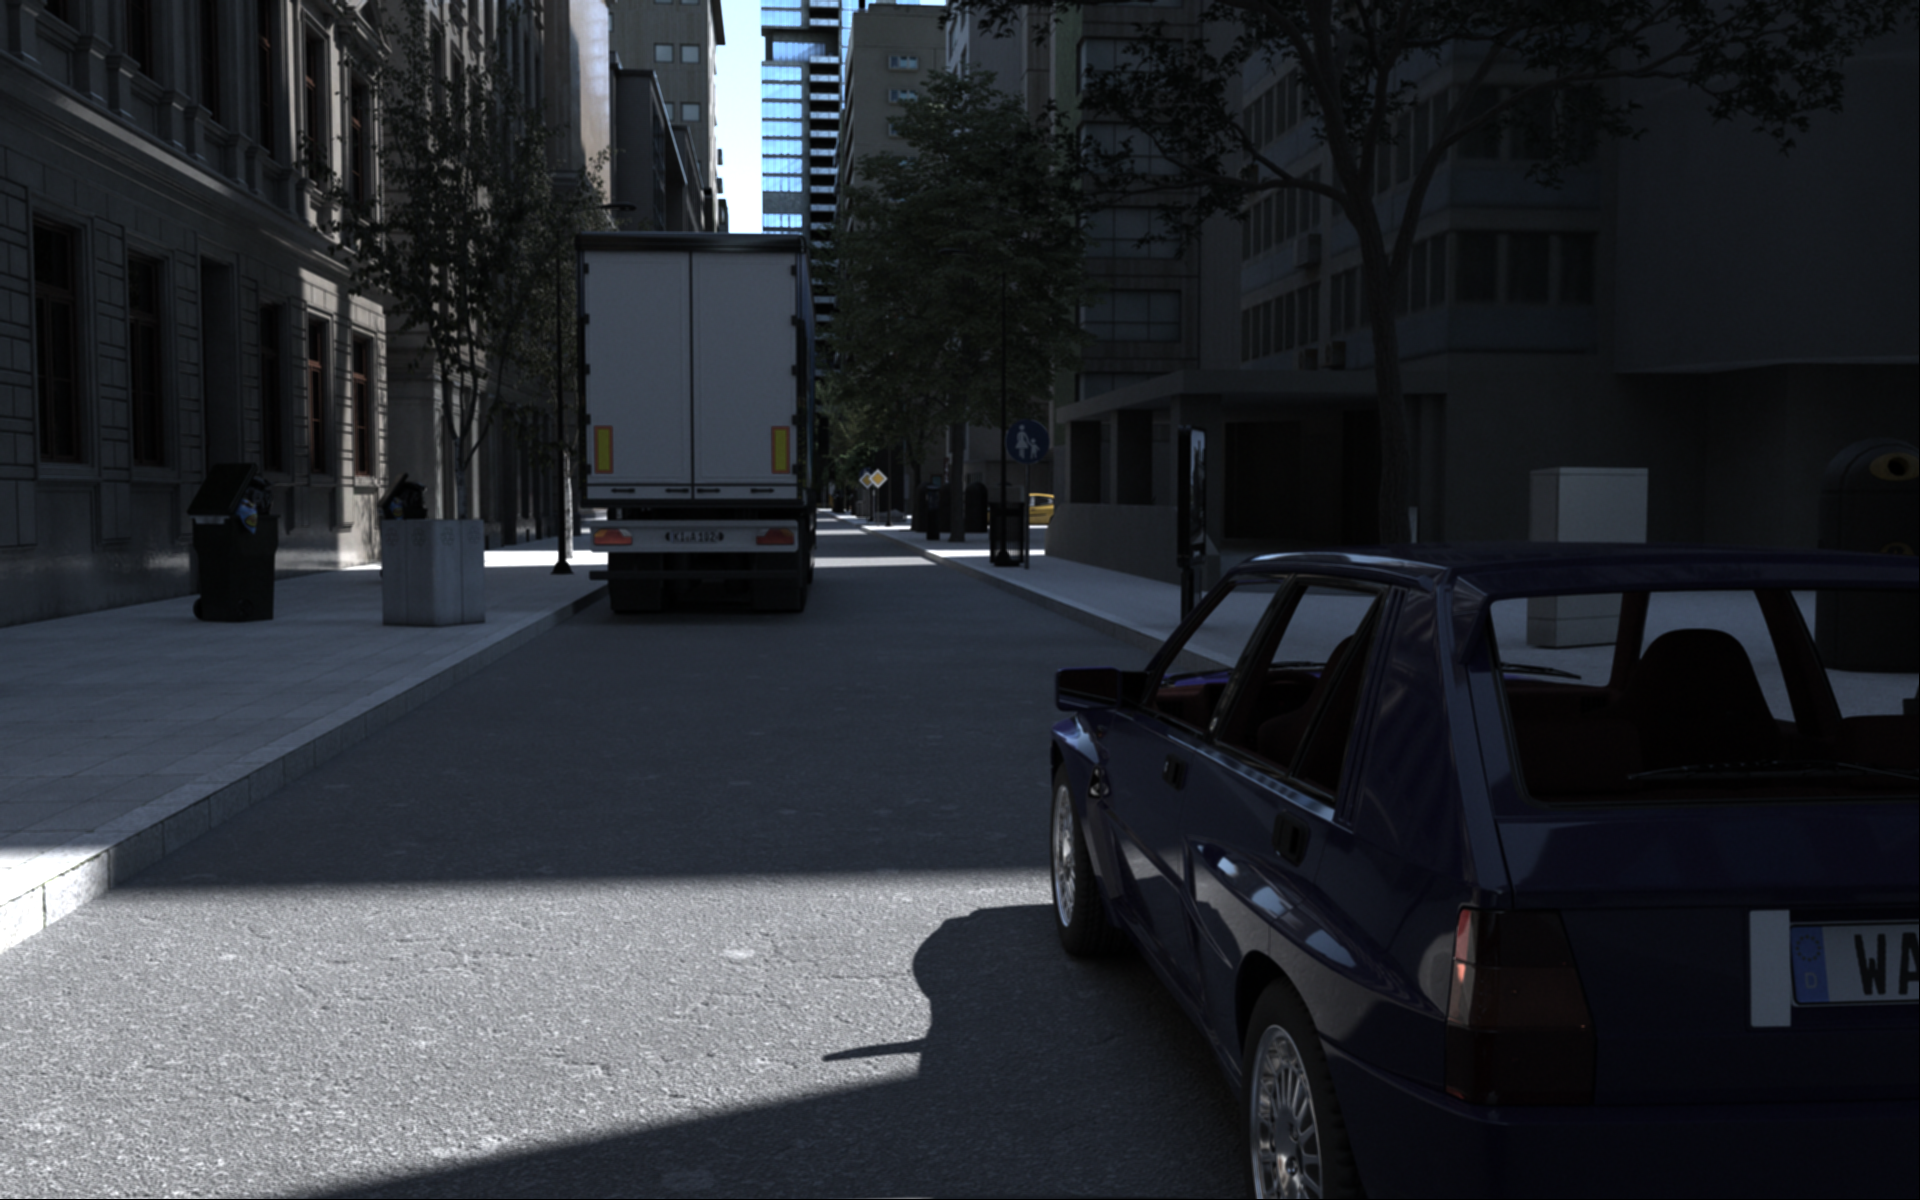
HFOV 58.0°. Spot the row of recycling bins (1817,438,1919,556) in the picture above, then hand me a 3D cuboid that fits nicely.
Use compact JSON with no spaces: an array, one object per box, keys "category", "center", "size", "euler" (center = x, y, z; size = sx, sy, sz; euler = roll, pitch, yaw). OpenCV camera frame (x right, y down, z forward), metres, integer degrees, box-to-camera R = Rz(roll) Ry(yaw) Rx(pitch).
[{"category":"row of recycling bins","center":[7.783,-0.293,11.899],"size":[3.534,1.692,1.069],"euler":[3,5,41]}]

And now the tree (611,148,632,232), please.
[{"category":"tree","center":[-7.756,-5.113,33.960],"size":[4.360,8.622,3.978],"euler":[0,3,0]}]

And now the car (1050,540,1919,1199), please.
[{"category":"car","center":[1.272,0.506,4.306],"size":[1.945,1.354,3.894],"euler":[0,4,-5]}]

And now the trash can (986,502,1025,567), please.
[{"category":"trash can","center":[0.835,-1.169,30.767],"size":[0.748,1.137,0.748],"euler":[0,3,0]}]

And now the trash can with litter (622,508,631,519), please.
[{"category":"trash can with litter","center":[-10.153,-2.476,51.863],"size":[1.055,1.170,0.624],"euler":[-1,4,-19]}]

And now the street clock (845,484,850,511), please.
[{"category":"street clock","center":[-8.302,-7.542,127.886],"size":[0.358,2.002,0.471],"euler":[0,4,4]}]

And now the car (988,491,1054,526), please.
[{"category":"car","center":[2.661,-3.884,73.724],"size":[3.980,1.641,2.015],"euler":[0,4,-5]}]

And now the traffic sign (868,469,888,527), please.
[{"category":"traffic sign","center":[-3.227,-3.943,68.103],"size":[0.795,2.450,0.064],"euler":[0,4,-6]}]

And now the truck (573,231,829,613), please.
[{"category":"truck","center":[-3.270,-2.156,24.171],"size":[2.839,4.237,11.283],"euler":[0,4,-4]}]

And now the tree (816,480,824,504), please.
[{"category":"tree","center":[-18.590,-14.275,227.993],"size":[1.663,3.219,1.824],"euler":[0,3,0]}]

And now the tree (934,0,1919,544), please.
[{"category":"tree","center":[3.148,-4.762,12.265],"size":[8.767,10.594,7.601],"euler":[0,4,-1]}]

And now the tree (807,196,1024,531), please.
[{"category":"tree","center":[-1.598,-8.195,59.746],"size":[9.928,11.665,9.643],"euler":[0,3,0]}]

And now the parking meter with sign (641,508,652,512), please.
[{"category":"parking meter with sign","center":[-9.800,-3.484,53.218],"size":[0.543,3.016,1.738],"euler":[0,4,7]}]

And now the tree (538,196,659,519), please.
[{"category":"tree","center":[-8.448,-5.657,42.852],"size":[4.737,8.622,4.395],"euler":[0,3,0]}]

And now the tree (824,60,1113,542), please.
[{"category":"tree","center":[0.349,-7.821,46.006],"size":[7.486,12.596,7.792],"euler":[0,3,0]}]

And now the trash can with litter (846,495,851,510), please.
[{"category":"trash can with litter","center":[-8.719,-7.789,138.734],"size":[0.624,1.170,1.055],"euler":[-1,4,-21]}]

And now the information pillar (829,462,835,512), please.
[{"category":"information pillar","center":[-9.194,-8.158,124.737],"size":[0.504,3.616,0.183],"euler":[1,4,21]}]

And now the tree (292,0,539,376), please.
[{"category":"tree","center":[-6.894,-4.490,23.766],"size":[4.360,8.622,3.978],"euler":[0,3,0]}]

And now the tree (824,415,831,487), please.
[{"category":"tree","center":[-6.595,-9.711,109.131],"size":[4.737,8.622,4.395],"euler":[0,3,0]}]

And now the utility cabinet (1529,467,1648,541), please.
[{"category":"utility cabinet","center":[5.312,-0.367,14.680],"size":[1.173,1.500,0.318],"euler":[-2,4,-33]}]

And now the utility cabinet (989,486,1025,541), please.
[{"category":"utility cabinet","center":[1.301,-2.351,47.112],"size":[0.318,1.500,1.173],"euler":[-3,5,-44]}]

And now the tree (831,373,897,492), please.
[{"category":"tree","center":[-5.113,-9.243,101.486],"size":[4.737,8.622,4.395],"euler":[0,3,0]}]

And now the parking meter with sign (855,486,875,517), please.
[{"category":"parking meter with sign","center":[-5.030,-6.097,95.951],"size":[1.738,3.016,0.543],"euler":[3,4,36]}]

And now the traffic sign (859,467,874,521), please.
[{"category":"traffic sign","center":[-4.419,-5.041,82.527],"size":[0.768,2.556,0.104],"euler":[0,4,3]}]

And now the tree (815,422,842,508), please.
[{"category":"tree","center":[-13.575,-13.380,169.132],"size":[4.360,8.622,3.978],"euler":[0,3,0]}]

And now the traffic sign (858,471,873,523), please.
[{"category":"traffic sign","center":[-4.065,-4.428,76.044],"size":[0.795,2.450,0.064],"euler":[0,4,-6]}]

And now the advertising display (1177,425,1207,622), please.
[{"category":"advertising display","center":[2.222,-0.695,16.583],"size":[0.123,1.923,0.974],"euler":[1,4,17]}]

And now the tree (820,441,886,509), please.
[{"category":"tree","center":[-4.643,-6.592,91.494],"size":[4.285,4.588,4.351],"euler":[0,3,0]}]

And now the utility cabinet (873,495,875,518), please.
[{"category":"utility cabinet","center":[-4.232,-4.573,85.923],"size":[0.306,1.237,1.020],"euler":[-1,4,-14]}]

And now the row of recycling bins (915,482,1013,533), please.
[{"category":"row of recycling bins","center":[0.170,-3.098,57.759],"size":[3.534,1.692,1.069],"euler":[1,4,19]}]

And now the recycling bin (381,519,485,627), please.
[{"category":"recycling bin","center":[-5.196,-0.278,17.094],"size":[0.722,1.027,0.722],"euler":[2,4,26]}]

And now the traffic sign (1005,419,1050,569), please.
[{"category":"traffic sign","center":[1.142,-1.799,29.517],"size":[0.768,2.556,0.104],"euler":[0,4,-3]}]
